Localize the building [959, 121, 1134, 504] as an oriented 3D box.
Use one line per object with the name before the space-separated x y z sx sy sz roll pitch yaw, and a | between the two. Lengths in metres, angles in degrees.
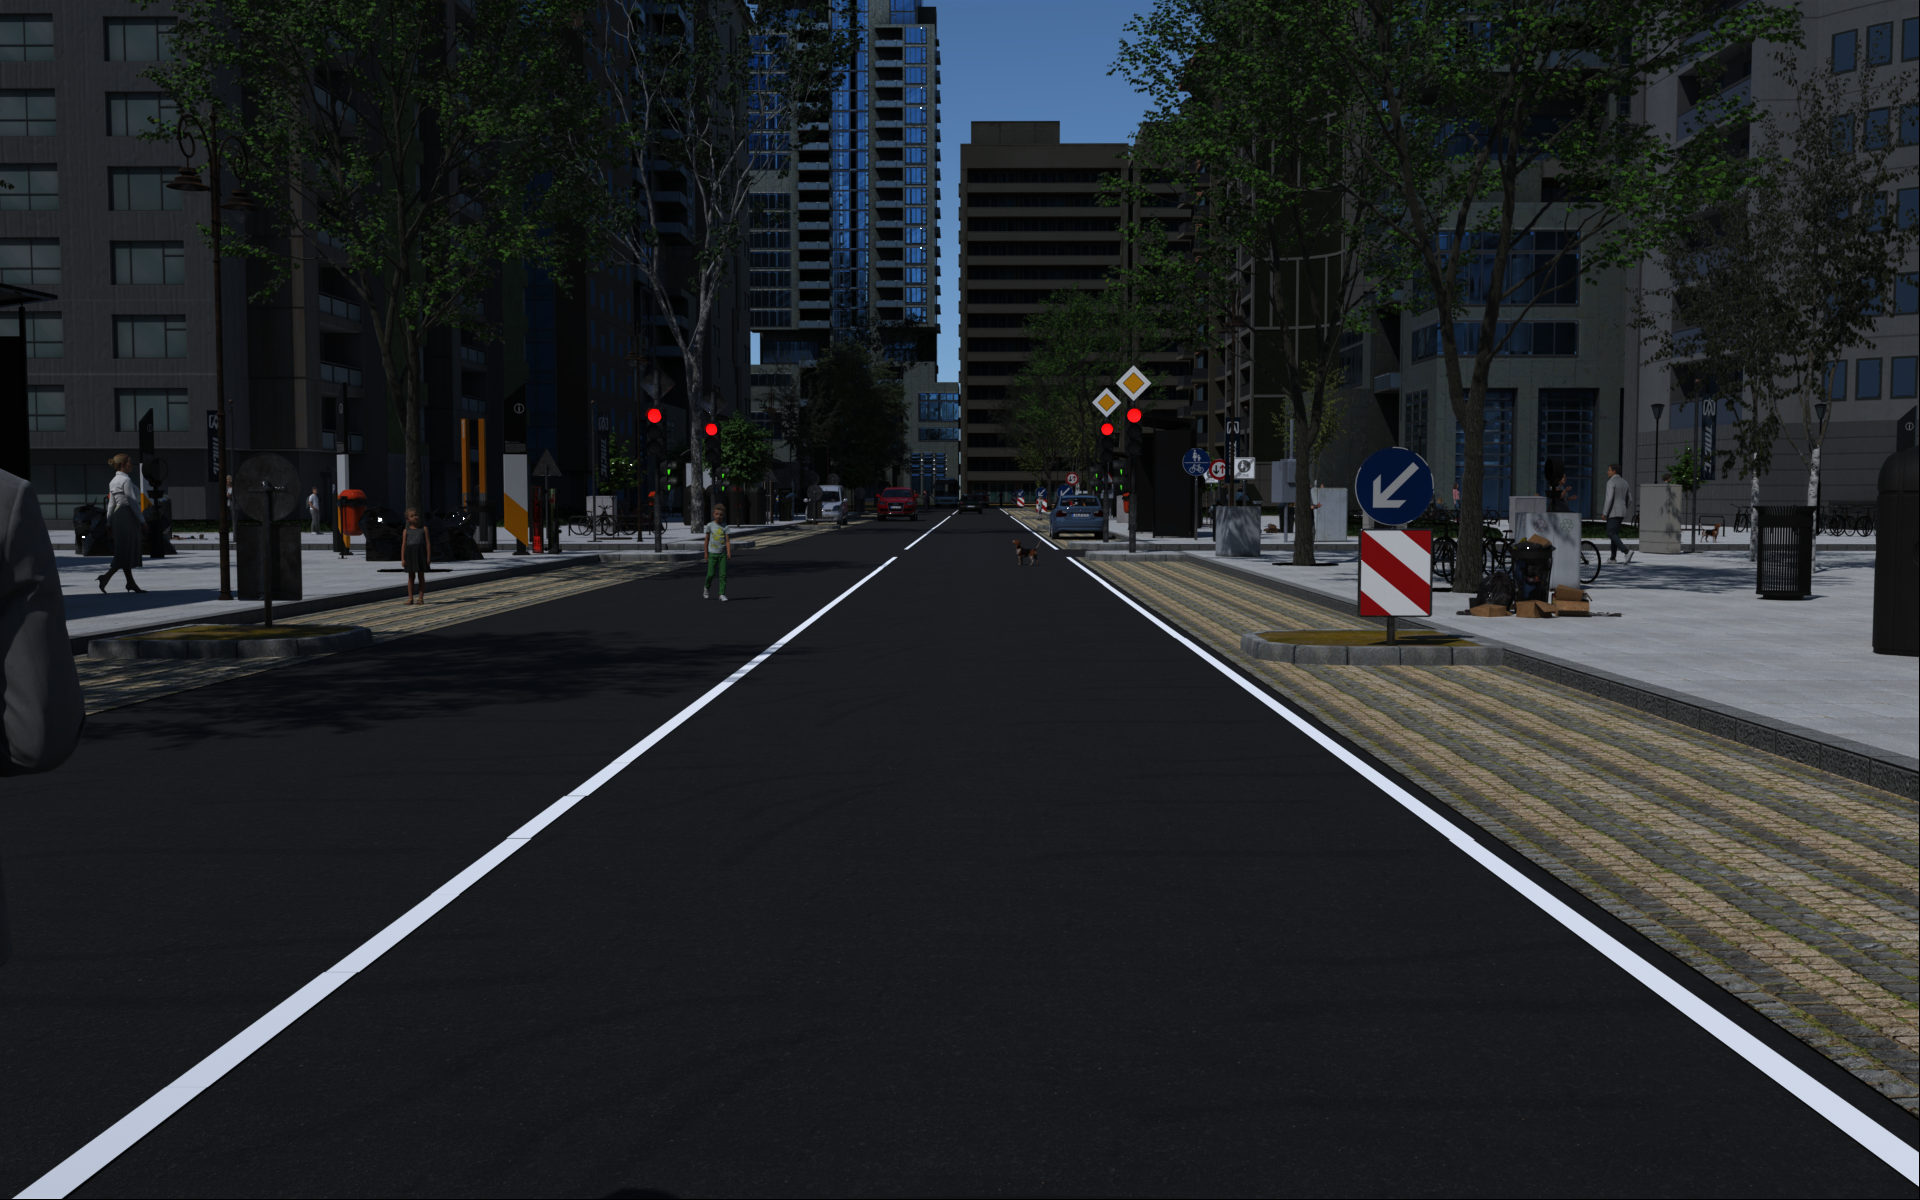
building | 10.670 -36.975 228.238 21.600 48.544 21.300 0 4 1

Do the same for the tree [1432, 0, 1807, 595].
tree | 6.508 -5.893 22.110 9.928 11.665 9.643 0 3 0

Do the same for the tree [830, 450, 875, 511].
tree | -8.164 -8.942 129.917 4.285 4.588 4.351 0 3 0

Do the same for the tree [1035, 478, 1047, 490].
tree | 8.640 -11.625 184.669 1.663 3.219 1.824 0 3 0

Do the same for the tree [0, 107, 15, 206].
tree | -16.726 -4.648 26.359 4.360 8.622 3.978 0 3 0

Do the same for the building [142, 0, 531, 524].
building | -30.806 -24.721 87.781 14.154 41.232 14.086 0 4 1

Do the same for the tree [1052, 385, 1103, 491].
tree | 7.869 -10.091 115.349 4.360 8.622 3.978 0 3 0

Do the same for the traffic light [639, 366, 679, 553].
traffic light | -6.605 -2.996 37.899 0.839 4.253 0.868 0 4 1

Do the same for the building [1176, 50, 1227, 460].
building | 32.746 -31.390 167.842 22.147 44.769 28.867 0 4 1

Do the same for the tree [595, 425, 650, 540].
tree | -9.811 -3.315 48.809 1.663 3.219 1.824 0 3 0

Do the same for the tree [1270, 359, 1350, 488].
tree | 18.714 -8.637 91.576 4.737 8.622 4.395 0 3 0

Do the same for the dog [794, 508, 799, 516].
dog | -9.553 -5.047 99.353 0.540 0.507 0.406 -3 5 -41

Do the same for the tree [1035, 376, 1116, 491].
tree | 7.675 -9.664 108.365 4.737 8.622 4.395 0 3 0

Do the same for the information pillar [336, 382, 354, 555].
information pillar | -12.932 -2.749 36.307 0.183 3.616 0.504 -3 4 -38

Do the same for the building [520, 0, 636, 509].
building | -29.071 -28.112 109.740 14.600 45.320 14.200 0 4 1

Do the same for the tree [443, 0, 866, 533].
tree | -9.794 -12.285 56.748 12.611 20.169 13.585 0 3 0

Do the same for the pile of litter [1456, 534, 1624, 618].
pile of litter | 6.160 -0.267 18.333 1.719 0.858 1.176 1 4 18

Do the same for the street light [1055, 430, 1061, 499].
street light | 6.765 -9.002 119.970 0.468 5.910 1.993 0 4 1

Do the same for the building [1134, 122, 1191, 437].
building | 32.378 -36.992 228.526 21.600 48.544 21.300 0 4 1

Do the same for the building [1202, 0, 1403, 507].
building | 31.403 -43.032 141.825 20.563 71.187 20.611 0 4 1

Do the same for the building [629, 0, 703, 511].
building | -31.995 -50.295 134.996 22.319 86.520 31.000 0 4 1

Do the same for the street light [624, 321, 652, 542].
street light | -8.606 -4.502 46.401 0.468 5.910 1.993 0 4 1

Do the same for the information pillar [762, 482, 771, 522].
information pillar | -9.026 -4.667 80.796 0.304 2.012 0.304 -2 4 -26

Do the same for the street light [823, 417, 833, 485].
street light | -7.924 -8.021 103.934 0.468 5.910 1.993 0 4 1

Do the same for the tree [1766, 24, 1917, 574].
tree | 13.766 -4.748 27.999 4.360 8.622 3.978 0 3 0

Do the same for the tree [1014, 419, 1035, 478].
tree | 7.211 -12.951 162.111 4.737 8.622 4.395 0 3 0

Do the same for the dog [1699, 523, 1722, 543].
dog | 19.919 -1.783 45.978 0.540 0.507 0.406 1 4 21

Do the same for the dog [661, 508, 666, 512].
dog | -20.300 -6.217 118.485 0.406 0.507 0.540 -2 4 -26

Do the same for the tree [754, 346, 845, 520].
tree | -8.179 -8.349 86.870 4.360 8.622 3.978 0 3 0

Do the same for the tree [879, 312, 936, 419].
tree | -9.307 -18.735 162.207 12.611 20.169 13.585 0 3 0

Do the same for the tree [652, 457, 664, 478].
tree | -15.709 -7.014 98.389 4.285 4.588 4.351 0 3 0

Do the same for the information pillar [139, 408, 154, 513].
information pillar | -21.991 -3.397 46.902 0.183 3.616 0.504 1 4 15

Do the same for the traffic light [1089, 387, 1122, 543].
traffic light | 3.847 -3.478 45.782 0.839 4.253 0.868 0 4 1

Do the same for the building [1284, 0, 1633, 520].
building | 32.773 -48.051 98.306 22.319 86.520 31.000 0 4 1

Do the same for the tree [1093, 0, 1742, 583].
tree | 6.240 -6.429 30.862 9.928 11.665 9.643 0 3 0

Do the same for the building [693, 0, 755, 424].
building | -35.072 -35.394 167.934 27.495 52.752 28.713 0 4 1

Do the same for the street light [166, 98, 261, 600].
street light | -8.884 -2.935 20.780 0.468 5.910 1.993 0 4 1

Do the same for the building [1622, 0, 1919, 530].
building | 44.017 -32.183 68.199 28.212 58.520 21.231 0 4 1

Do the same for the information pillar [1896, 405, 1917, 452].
information pillar | 25.044 -3.333 45.857 0.183 3.616 0.504 -3 4 -36

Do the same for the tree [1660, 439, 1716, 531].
tree | 25.635 -4.069 61.137 1.663 3.219 1.824 0 3 0

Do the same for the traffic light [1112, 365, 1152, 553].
traffic light | 3.755 -2.989 37.797 0.839 4.253 0.868 0 4 1

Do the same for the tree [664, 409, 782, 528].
tree | -8.440 -5.063 66.501 4.285 4.588 4.351 0 3 0

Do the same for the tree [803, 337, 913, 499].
tree | -8.147 -14.207 138.942 9.857 13.997 8.962 0 3 0

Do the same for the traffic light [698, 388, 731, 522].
traffic light | -6.514 -3.484 45.884 0.839 4.253 0.868 0 4 1

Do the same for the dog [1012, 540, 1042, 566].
dog | 1.340 -0.947 34.763 0.540 0.507 0.406 0 4 -6

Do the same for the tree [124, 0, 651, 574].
tree | -9.086 -6.255 28.025 9.928 11.665 9.643 0 3 0

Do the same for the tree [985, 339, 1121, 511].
tree | 6.894 -13.677 133.984 12.009 13.543 11.850 0 3 0

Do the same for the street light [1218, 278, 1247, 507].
street light | 5.861 -3.942 37.238 0.468 5.910 1.993 0 4 1

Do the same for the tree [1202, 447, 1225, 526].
tree | 10.011 -4.672 70.996 1.663 3.219 1.824 0 3 0

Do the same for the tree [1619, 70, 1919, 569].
tree | 14.834 -5.032 32.637 4.360 8.622 3.978 0 3 0

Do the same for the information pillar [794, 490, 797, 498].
information pillar | -11.637 -7.146 121.328 0.304 2.012 0.304 -3 4 -36

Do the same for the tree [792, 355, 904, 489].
tree | -7.818 -11.058 115.218 7.601 10.594 8.767 0 4 -1

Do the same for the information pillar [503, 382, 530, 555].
information pillar | -9.279 -2.743 36.202 0.504 3.616 0.183 -2 4 -24

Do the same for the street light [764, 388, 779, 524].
street light | -8.182 -6.269 75.279 0.468 5.910 1.993 0 4 1

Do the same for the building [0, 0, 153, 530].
building | -29.641 -23.372 65.722 14.154 41.232 14.086 0 4 1

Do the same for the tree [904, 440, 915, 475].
tree | -8.178 -15.184 182.666 7.601 10.594 8.767 1 4 15

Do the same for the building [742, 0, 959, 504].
building | -15.619 -55.997 228.223 31.000 86.520 22.319 0 4 1

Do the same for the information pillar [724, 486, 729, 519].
information pillar | -11.815 -5.083 87.598 0.304 2.012 0.304 -1 4 -20
